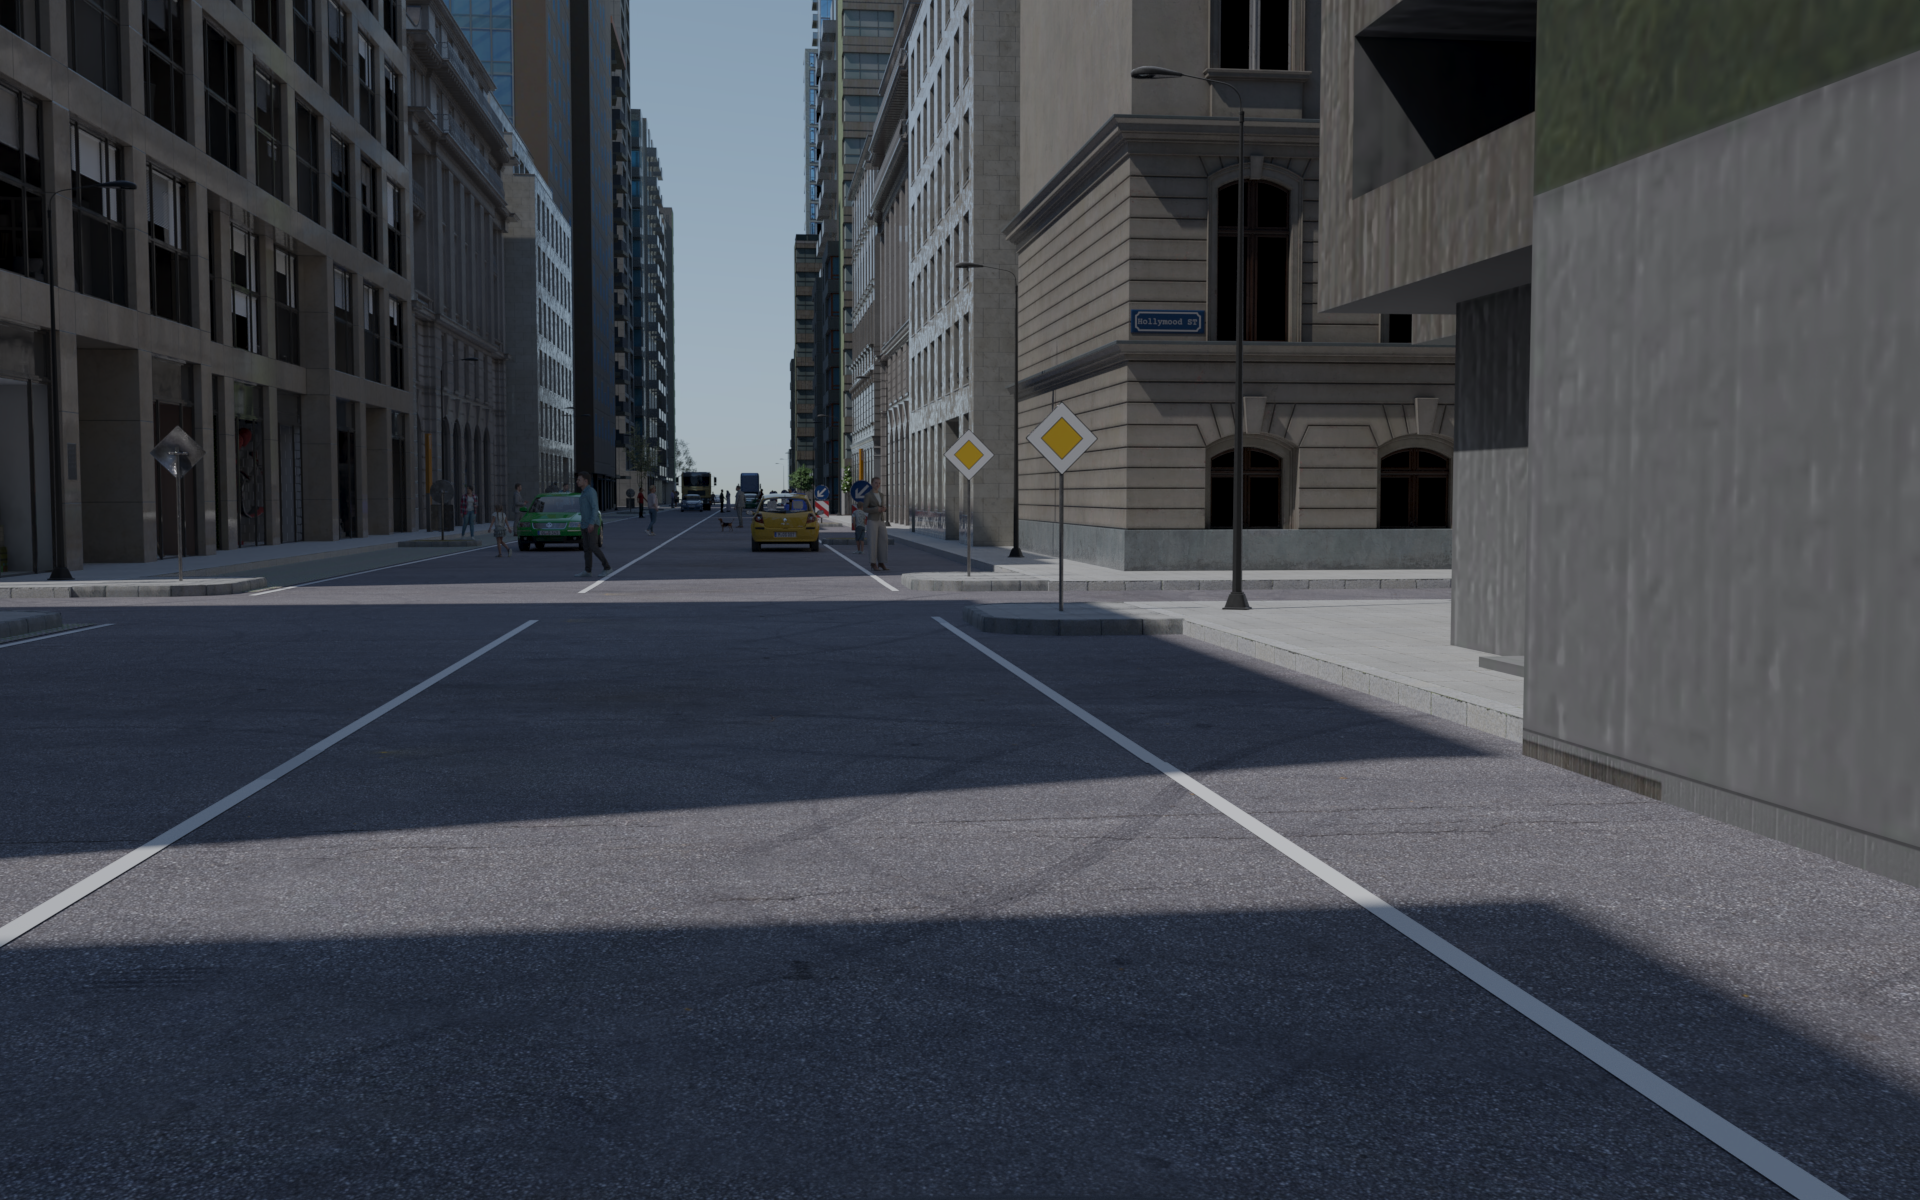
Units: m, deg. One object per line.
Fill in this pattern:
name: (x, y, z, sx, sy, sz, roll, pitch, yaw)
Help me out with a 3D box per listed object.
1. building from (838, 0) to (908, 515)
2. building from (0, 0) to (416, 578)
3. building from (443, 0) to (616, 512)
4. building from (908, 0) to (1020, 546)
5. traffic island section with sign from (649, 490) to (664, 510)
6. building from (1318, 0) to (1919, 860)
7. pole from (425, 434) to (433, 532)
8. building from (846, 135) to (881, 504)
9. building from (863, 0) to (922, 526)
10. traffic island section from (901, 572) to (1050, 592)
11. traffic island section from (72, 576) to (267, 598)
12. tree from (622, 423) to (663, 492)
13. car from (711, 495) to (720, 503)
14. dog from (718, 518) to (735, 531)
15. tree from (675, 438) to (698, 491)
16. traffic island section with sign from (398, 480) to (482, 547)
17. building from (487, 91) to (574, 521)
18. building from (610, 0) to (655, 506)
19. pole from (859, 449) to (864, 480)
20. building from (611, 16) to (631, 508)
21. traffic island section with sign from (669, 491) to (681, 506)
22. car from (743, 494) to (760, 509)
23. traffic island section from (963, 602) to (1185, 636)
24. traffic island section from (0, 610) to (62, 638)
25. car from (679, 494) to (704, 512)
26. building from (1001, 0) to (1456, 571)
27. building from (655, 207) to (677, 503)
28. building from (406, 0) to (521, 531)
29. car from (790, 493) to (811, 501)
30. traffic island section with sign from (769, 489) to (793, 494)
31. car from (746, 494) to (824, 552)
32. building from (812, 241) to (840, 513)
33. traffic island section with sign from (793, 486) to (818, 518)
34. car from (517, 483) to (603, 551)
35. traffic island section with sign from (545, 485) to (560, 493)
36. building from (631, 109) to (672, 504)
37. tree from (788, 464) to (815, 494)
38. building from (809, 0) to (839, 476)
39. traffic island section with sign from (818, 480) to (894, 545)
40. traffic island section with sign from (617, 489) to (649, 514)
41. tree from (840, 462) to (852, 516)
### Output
building: (-0.887, -26.181, 111.662, 14.154, 41.232, 14.086, 0, 4, -7)
building: (-25.887, -14.391, 39.811, 19.350, 26.468, 34.151, 0, 4, -7)
building: (-34.658, -29.676, 135.308, 14.600, 45.320, 14.200, 0, 4, -7)
building: (4.454, -11.980, 50.618, 10.420, 20.320, 16.860, 0, 4, -7)
traffic island section with sign: (-26.951, -8.743, 151.583, 1.989, 1.847, 2.006, 0, 4, -7)
building: (9.804, -14.667, 11.515, 14.160, 30.474, 14.107, 0, 4, -7)
pole: (-17.926, -3.953, 58.467, 0.158, 3.312, 0.155, 0, 3, 0)
building: (-0.685, -14.930, 93.253, 9.793, 20.994, 18.267, 0, 4, -7)
building: (3.422, -14.059, 71.671, 13.314, 21.916, 24.055, 0, 4, -7)
traffic island section: (0.157, -0.284, 26.928, 2.009, 0.180, 2.903, 0, 4, -7)
traffic island section: (-11.498, -0.198, 25.512, 2.009, 0.180, 2.903, 0, 4, -7)
tree: (-32.505, -13.847, 176.759, 4.360, 8.622, 3.978, 0, 3, 0)
car: (-33.363, -13.751, 237.192, 2.083, 1.381, 4.827, 0, 4, -5)
dog: (-8.985, -2.893, 66.590, 0.540, 0.507, 0.406, -2, 4, -28)
tree: (-42.520, -19.800, 258.139, 7.601, 10.594, 8.767, 0, 4, 1)
traffic island section with sign: (-14.188, -2.371, 47.396, 1.989, 1.847, 2.006, 0, 4, -7)
building: (-26.363, -14.407, 90.300, 10.420, 20.320, 16.860, 0, 4, -7)
building: (-44.487, -45.994, 190.259, 20.563, 71.187, 20.611, 0, 4, -7)
pole: (-4.417, -5.122, 77.582, 0.158, 3.312, 0.155, 0, 3, 0)
building: (-41.593, -30.673, 156.132, 22.147, 44.769, 28.867, 0, 4, -7)
traffic island section with sign: (-33.597, -12.067, 205.921, 1.989, 1.847, 2.006, 0, 4, -7)
car: (-17.763, -8.221, 146.206, 2.131, 1.459, 4.920, 0, 4, -8)
traffic island section: (1.128, 0.201, 19.002, 2.009, 0.180, 2.903, 0, 4, -7)
traffic island section: (-10.528, 0.287, 17.586, 2.009, 0.180, 2.903, 0, 4, -7)
car: (-21.591, -7.791, 139.379, 2.014, 1.417, 4.499, -1, 4, -9)
building: (18.904, -13.215, 35.147, 34.723, 24.649, 14.460, 0, 4, -7)
building: (-46.759, -33.983, 239.211, 14.154, 41.232, 14.086, 0, 4, -7)
building: (-25.822, -13.910, 69.223, 13.314, 21.916, 24.055, 0, 4, -7)
car: (-10.975, -6.544, 116.590, 1.945, 1.707, 3.694, 0, 4, -8)
traffic island section with sign: (-15.610, -8.828, 152.962, 1.989, 1.847, 2.006, 0, 4, -7)
car: (-4.490, -2.094, 44.466, 2.015, 1.641, 3.980, 0, 4, -6)
building: (2.957, -17.694, 134.344, 27.650, 21.520, 28.899, 0, 4, -7)
traffic island section with sign: (-6.236, -4.144, 76.375, 1.989, 1.847, 2.006, 0, 4, -7)
car: (-10.389, -2.223, 45.141, 1.959, 1.807, 4.718, 0, 4, -5)
traffic island section with sign: (-17.530, -4.040, 74.686, 1.989, 1.847, 2.006, 0, 4, -7)
building: (-48.500, -36.484, 216.121, 23.786, 49.044, 30.456, 0, 4, -7)
tree: (-16.552, -12.288, 184.620, 4.285, 4.588, 4.351, 0, 3, 0)
building: (-2.038, -33.221, 162.776, 23.786, 49.044, 30.456, 0, 4, -7)
traffic island section with sign: (-2.963, -2.507, 49.619, 1.989, 1.847, 2.006, 0, 4, -7)
traffic island section with sign: (-23.624, -7.086, 124.481, 1.989, 1.847, 2.006, 0, 4, -7)
tree: (-6.700, -6.682, 103.845, 1.663, 3.219, 1.824, 0, 3, 0)
